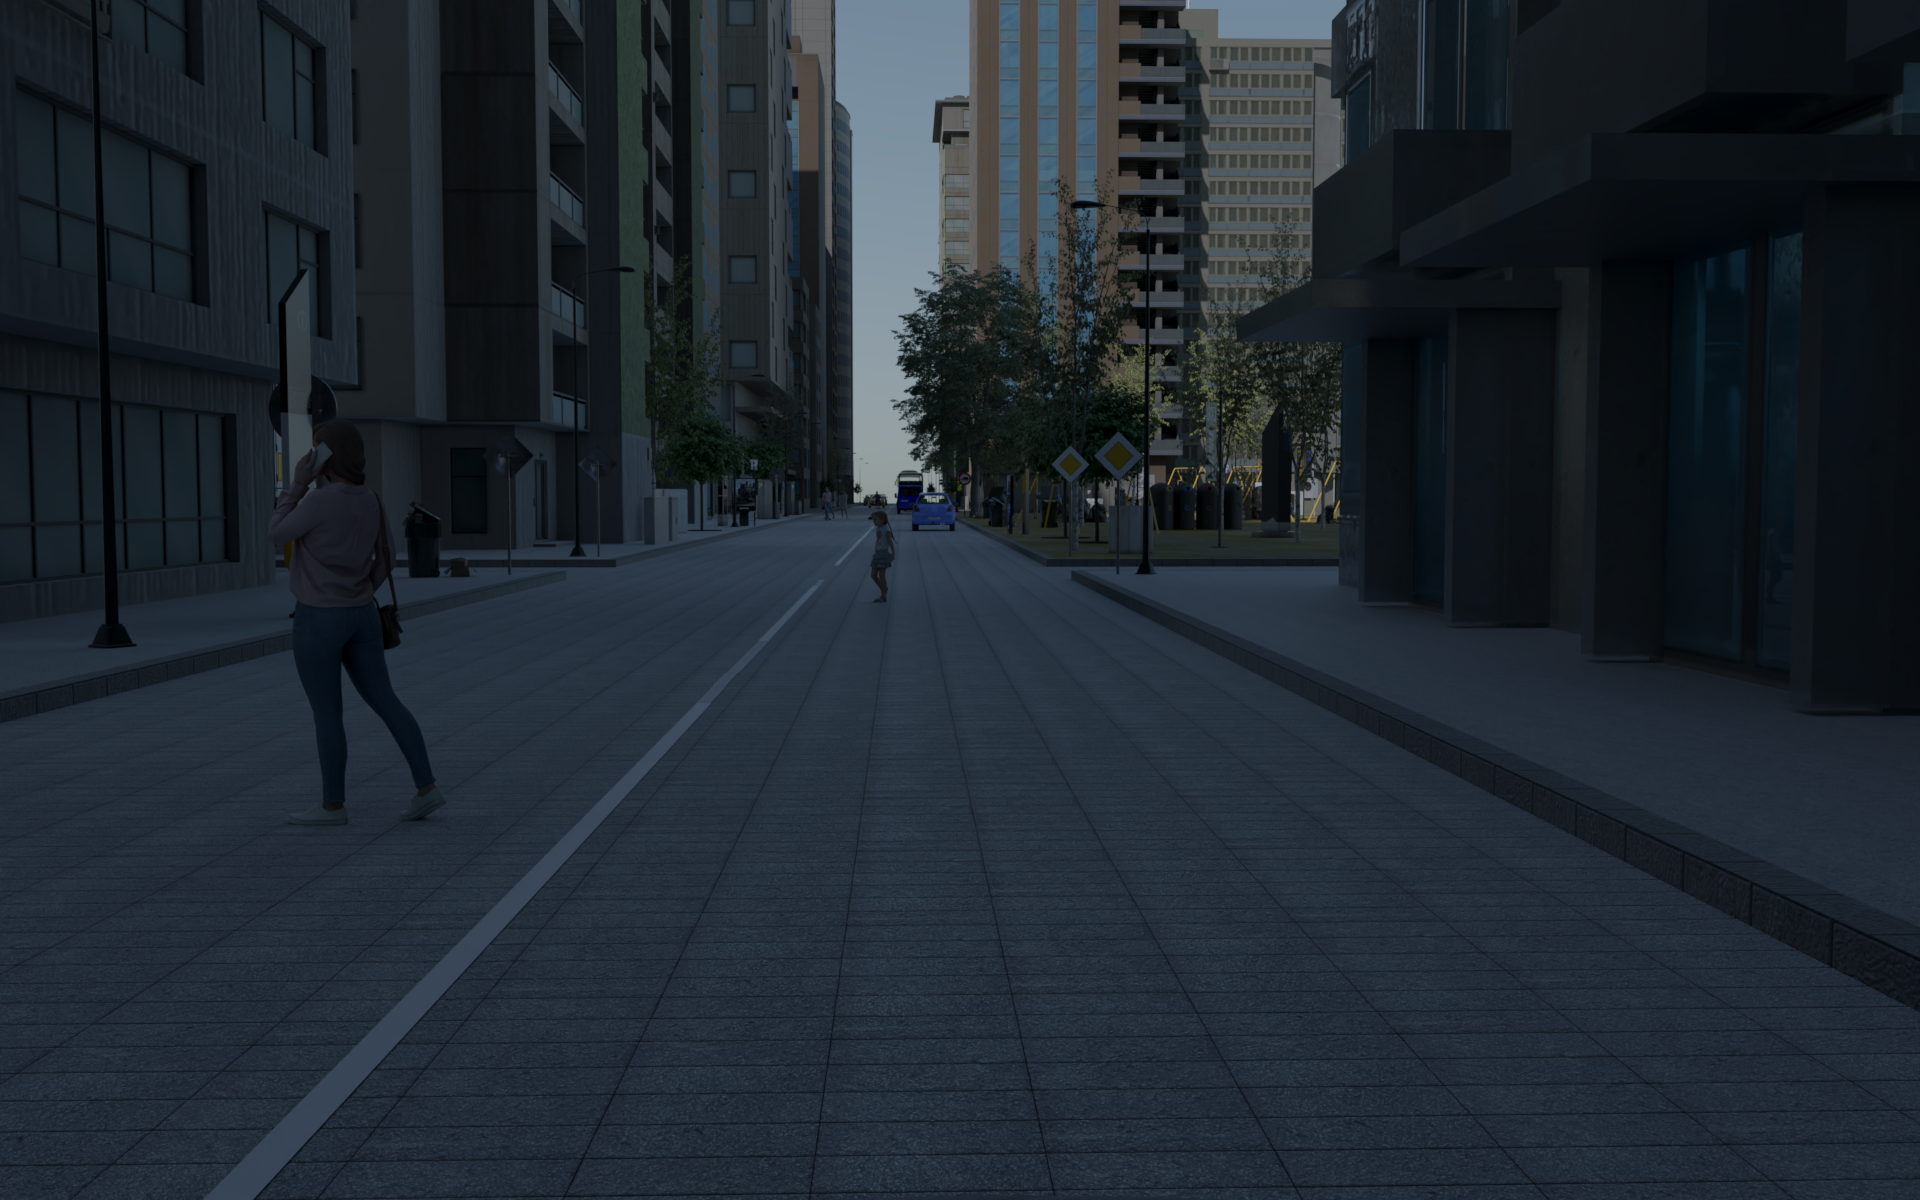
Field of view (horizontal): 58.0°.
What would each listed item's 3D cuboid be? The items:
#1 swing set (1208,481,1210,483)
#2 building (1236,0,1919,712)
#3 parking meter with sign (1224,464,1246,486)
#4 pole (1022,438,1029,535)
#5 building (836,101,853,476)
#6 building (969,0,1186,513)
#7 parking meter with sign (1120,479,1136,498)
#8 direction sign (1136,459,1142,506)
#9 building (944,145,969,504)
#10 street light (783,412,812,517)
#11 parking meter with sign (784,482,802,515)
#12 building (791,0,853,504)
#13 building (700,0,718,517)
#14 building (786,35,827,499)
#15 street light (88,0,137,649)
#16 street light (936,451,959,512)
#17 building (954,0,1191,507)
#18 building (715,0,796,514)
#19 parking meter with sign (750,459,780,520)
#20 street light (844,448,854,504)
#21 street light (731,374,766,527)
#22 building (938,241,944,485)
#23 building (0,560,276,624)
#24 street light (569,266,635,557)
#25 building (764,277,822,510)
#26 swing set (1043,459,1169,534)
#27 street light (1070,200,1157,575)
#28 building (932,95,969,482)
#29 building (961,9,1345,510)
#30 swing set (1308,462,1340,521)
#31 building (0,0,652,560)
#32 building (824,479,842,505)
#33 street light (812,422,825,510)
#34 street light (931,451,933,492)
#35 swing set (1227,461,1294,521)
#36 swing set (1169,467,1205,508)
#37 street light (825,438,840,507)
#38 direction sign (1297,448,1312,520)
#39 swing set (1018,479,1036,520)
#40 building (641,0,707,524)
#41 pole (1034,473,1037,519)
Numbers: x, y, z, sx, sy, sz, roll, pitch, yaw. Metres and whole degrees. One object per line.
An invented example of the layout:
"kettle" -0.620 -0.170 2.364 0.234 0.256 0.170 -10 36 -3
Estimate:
"swing set" 16.188 -6.103 97.400 2.862 2.851 3.119 -2 4 -26
"building" 15.319 -23.920 10.702 23.786 49.044 30.456 0 4 -2
"parking meter with sign" 16.144 -6.344 99.988 1.738 3.016 0.543 2 4 32
"pole" 2.075 -3.725 54.747 0.158 3.312 0.155 0 3 0
"building" -26.546 -43.468 252.701 21.231 58.520 28.212 0 4 -2
"building" 7.820 -28.957 123.559 14.600 45.320 14.200 0 4 -2
"parking meter with sign" 9.753 -6.320 99.588 0.543 3.016 1.738 -2 4 -34
"direction sign" 6.112 -4.137 59.630 0.379 3.537 0.876 -1 4 -14
"building" 5.047 -31.942 205.843 14.154 41.232 14.086 0 4 -2
"street light" -9.318 -7.679 98.086 1.470 5.913 1.316 0 4 -2
"parking meter with sign" -10.452 -6.674 105.382 1.738 3.016 0.543 2 4 26
"building" -24.448 -48.303 228.003 20.563 71.187 20.611 0 4 -2
"building" -20.667 -27.089 93.021 14.600 45.320 14.200 0 4 -2
"building" -20.701 -32.020 173.635 14.600 45.320 14.200 0 4 -2
"street light" -6.572 -2.558 14.368 1.470 5.913 1.316 0 4 -2
"street light" -0.767 -9.230 123.459 1.470 5.913 1.316 0 4 -2
"building" 10.978 -52.371 168.931 22.319 86.520 31.000 0 4 -2
"building" -26.000 -32.633 122.793 28.713 52.752 27.495 0 4 -2
"parking meter with sign" -9.824 -5.583 87.539 0.543 3.016 1.738 2 4 35
"street light" -11.683 -12.302 173.673 1.470 5.913 1.316 0 4 -2
"street light" -8.189 -5.777 67.001 1.470 5.913 1.316 0 4 -2
"building" 7.921 -36.746 255.419 22.147 44.769 28.867 0 4 -2
"building" -15.573 -20.572 19.952 14.086 41.232 14.154 0 4 -2
"street light" -7.311 -3.846 35.425 1.470 5.913 1.316 0 4 -2
"building" -26.739 -18.767 151.881 27.650 21.520 28.899 0 4 -2
"swing set" 4.738 -3.635 57.051 3.119 2.851 2.862 -1 4 -21
"street light" 2.438 -3.366 27.569 1.470 5.913 1.316 0 4 -2
"building" 10.938 -39.015 227.129 28.713 52.752 27.495 0 4 -2
"building" 16.391 -27.595 143.058 32.217 40.220 23.993 0 4 -2
"swing set" 17.993 -5.067 80.458 2.862 2.851 3.119 -1 4 -9
"building" -15.666 -21.895 41.580 14.154 41.232 14.086 0 4 -2
"building" -30.466 -31.443 205.968 32.217 40.220 23.993 0 4 -2
"street light" -9.655 -8.529 111.995 1.470 5.913 1.316 0 4 -2
"street light" -1.640 -11.142 154.717 1.470 5.913 1.316 0 4 -2
"swing set" 14.472 -5.260 83.620 2.862 2.851 3.119 0 4 3
"swing set" 13.493 -6.423 102.634 2.862 2.851 3.119 -2 4 -26
"street light" -10.760 -10.415 142.831 1.470 5.913 1.316 0 4 -2
"direction sign" 16.788 -5.661 84.551 0.876 3.537 0.379 -2 4 -28
"swing set" 4.806 -5.423 86.285 2.862 2.851 3.119 -1 4 -22
"building" -18.385 -18.332 71.423 14.160 30.474 14.107 0 4 -2
"pole" 3.891 -5.822 89.025 0.158 3.312 0.155 0 3 0
